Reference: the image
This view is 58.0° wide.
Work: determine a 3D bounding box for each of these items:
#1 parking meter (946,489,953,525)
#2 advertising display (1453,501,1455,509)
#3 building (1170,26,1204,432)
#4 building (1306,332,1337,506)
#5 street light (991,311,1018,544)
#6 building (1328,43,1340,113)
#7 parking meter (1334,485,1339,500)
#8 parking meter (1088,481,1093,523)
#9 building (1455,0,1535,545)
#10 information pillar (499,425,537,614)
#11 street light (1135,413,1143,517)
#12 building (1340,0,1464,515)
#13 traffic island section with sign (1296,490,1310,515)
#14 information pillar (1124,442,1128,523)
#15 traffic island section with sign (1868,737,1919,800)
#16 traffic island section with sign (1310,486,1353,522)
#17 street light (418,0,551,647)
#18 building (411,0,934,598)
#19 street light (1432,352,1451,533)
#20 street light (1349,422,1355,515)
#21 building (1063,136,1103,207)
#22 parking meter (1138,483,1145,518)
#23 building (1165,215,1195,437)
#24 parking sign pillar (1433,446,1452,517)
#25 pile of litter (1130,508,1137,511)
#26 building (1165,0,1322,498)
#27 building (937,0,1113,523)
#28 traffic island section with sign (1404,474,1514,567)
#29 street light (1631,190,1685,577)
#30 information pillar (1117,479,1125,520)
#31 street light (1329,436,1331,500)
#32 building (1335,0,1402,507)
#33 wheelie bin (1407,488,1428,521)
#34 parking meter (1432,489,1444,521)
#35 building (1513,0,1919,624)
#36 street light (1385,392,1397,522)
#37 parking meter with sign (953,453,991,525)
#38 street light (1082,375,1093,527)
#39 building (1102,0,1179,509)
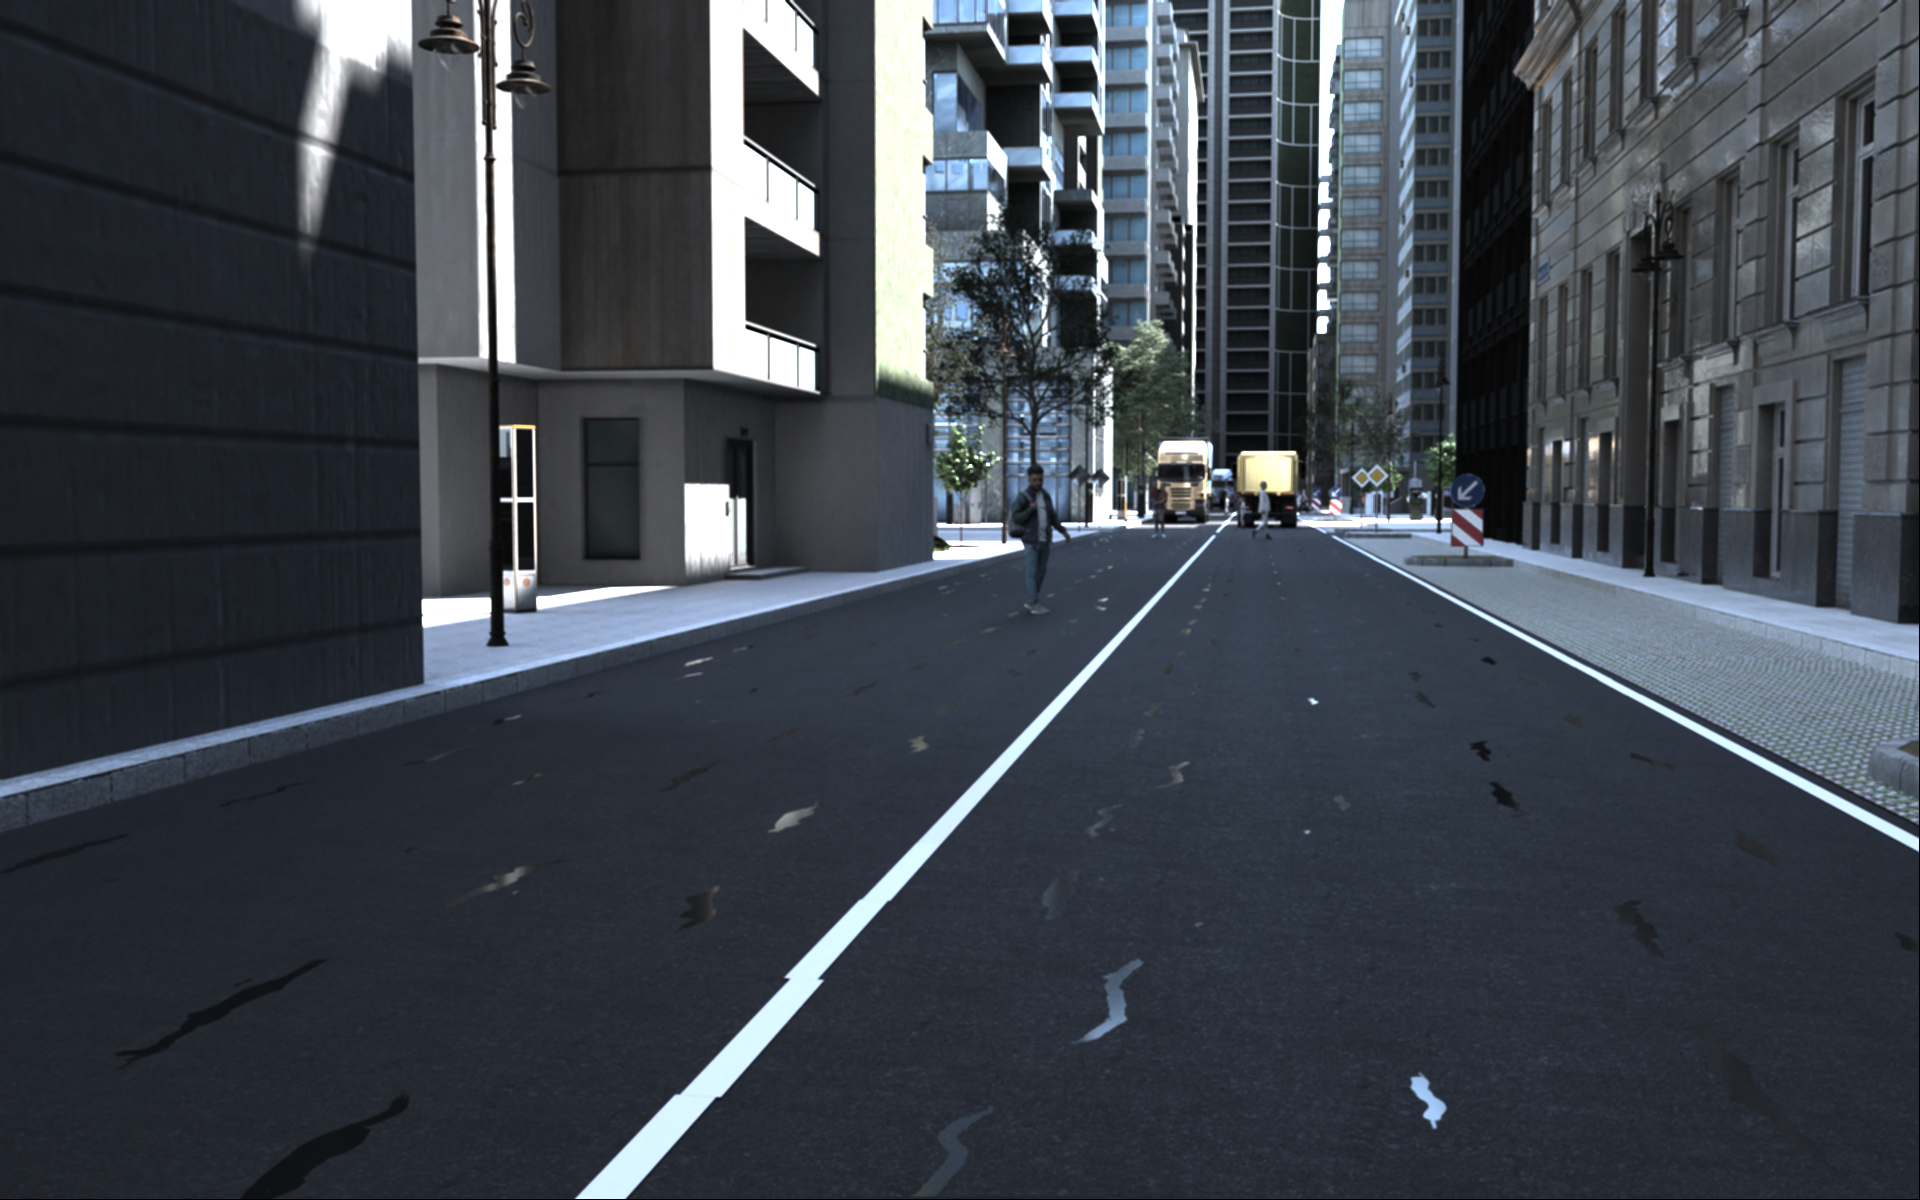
[{"bbox_3d":[-0.431,-4.088,72.543,0.255,1.863,0.399,0,4,3],"label":"parking meter"},{"bbox_3d":[22.257,-4.352,76.368,0.974,1.923,0.123,2,4,33],"label":"advertising display"},{"bbox_3d":[14.282,-37.593,203.892,27.495,52.752,28.713,1,4,10],"label":"building"},{"bbox_3d":[54.059,-21.552,197.421,27.650,21.520,28.899,1,4,10],"label":"building"},{"bbox_3d":[1.128,-4.353,43.963,0.468,5.910,1.993,1,4,10],"label":"street light"},{"bbox_3d":[47.129,-33.523,167.707,23.786,49.044,30.456,1,4,10],"label":"building"},{"bbox_3d":[25.112,-6.712,115.451,0.255,1.863,0.399,0,4,5],"label":"parking meter"},{"bbox_3d":[5.689,-4.280,75.684,0.255,1.863,0.399,0,4,1],"label":"parking meter"},{"bbox_3d":[20.999,-13.318,47.422,12.332,23.373,15.834,1,4,10],"label":"building"},{"bbox_3d":[-4.797,-0.871,18.728,0.304,2.012,0.304,2,4,35],"label":"information pillar"},{"bbox_3d":[9.947,-7.564,96.461,0.468,5.910,1.993,1,4,10],"label":"street light"},{"bbox_3d":[41.721,-25.742,112.767,32.217,40.220,23.993,1,4,10],"label":"building"},{"bbox_3d":[23.767,-6.580,116.208,1.989,1.847,2.006,1,4,10],"label":"traffic island section with sign"},{"bbox_3d":[7.487,-5.307,78.125,0.183,3.616,0.504,0,4,3],"label":"information pillar"},{"bbox_3d":[5.487,0.033,8.091,1.989,1.847,2.006,1,4,10],"label":"traffic island section with sign"},{"bbox_3d":[19.234,-4.940,89.389,1.989,1.847,2.006,1,4,10],"label":"traffic island section with sign"},{"bbox_3d":[-3.912,-2.550,14.475,0.468,5.910,1.993,1,4,10],"label":"street light"},{"bbox_3d":[-8.569,-20.980,26.621,14.154,41.232,14.086,1,4,10],"label":"building"},{"bbox_3d":[15.662,-5.118,56.464,0.468,5.910,1.993,1,4,10],"label":"street light"},{"bbox_3d":[24.570,-8.298,108.456,0.468,5.910,1.993,1,4,10],"label":"street light"},{"bbox_3d":[2.484,-21.454,122.469,14.160,30.474,14.107,1,4,10],"label":"building"},{"bbox_3d":[9.756,-5.348,93.155,0.255,1.863,0.399,1,4,23],"label":"parking meter"},{"bbox_3d":[16.848,-24.923,179.195,14.160,30.474,14.107,1,4,10],"label":"building"},{"bbox_3d":[27.003,-6.575,95.968,1.447,3.967,1.447,1,4,21],"label":"parking sign pillar"},{"bbox_3d":[13.429,-7.058,129.357,1.176,0.858,1.719,-1,4,-21],"label":"pile of litter"},{"bbox_3d":[37.386,-48.490,231.056,20.611,71.187,20.563,1,4,10],"label":"building"},{"bbox_3d":[-2.567,-47.585,90.681,22.319,86.520,31.000,1,4,10],"label":"building"},{"bbox_3d":[10.028,-1.610,34.952,1.989,1.847,2.006,1,4,10],"label":"traffic island section with sign"},{"bbox_3d":[10.709,-3.299,26.729,0.468,5.910,1.993,1,4,10],"label":"street light"},{"bbox_3d":[8.089,-5.044,86.968,0.304,2.012,0.304,3,5,41],"label":"information pillar"},{"bbox_3d":[29.584,-10.132,138.439,0.468,5.910,1.993,1,4,10],"label":"street light"},{"bbox_3d":[38.815,-28.251,145.498,14.154,41.232,14.086,1,4,10],"label":"building"},{"bbox_3d":[22.023,-4.621,83.456,0.980,1.594,0.693,1,4,17],"label":"wheelie bin"},{"bbox_3d":[22.985,-4.563,83.018,0.372,1.533,0.369,0,3,0],"label":"parking meter"},{"bbox_3d":[16.840,-14.067,27.262,12.463,27.353,25.104,1,4,10],"label":"building"},{"bbox_3d":[19.577,-6.490,78.902,0.468,5.910,1.993,1,4,10],"label":"street light"},{"bbox_3d":[0.493,-4.661,72.461,1.738,3.016,0.543,-3,5,-43],"label":"parking meter with sign"},{"bbox_3d":[4.901,-5.761,66.974,0.468,5.910,1.993,1,4,10],"label":"street light"},{"bbox_3d":[8.254,-32.900,157.521,23.786,49.044,30.456,1,4,10],"label":"building"}]
